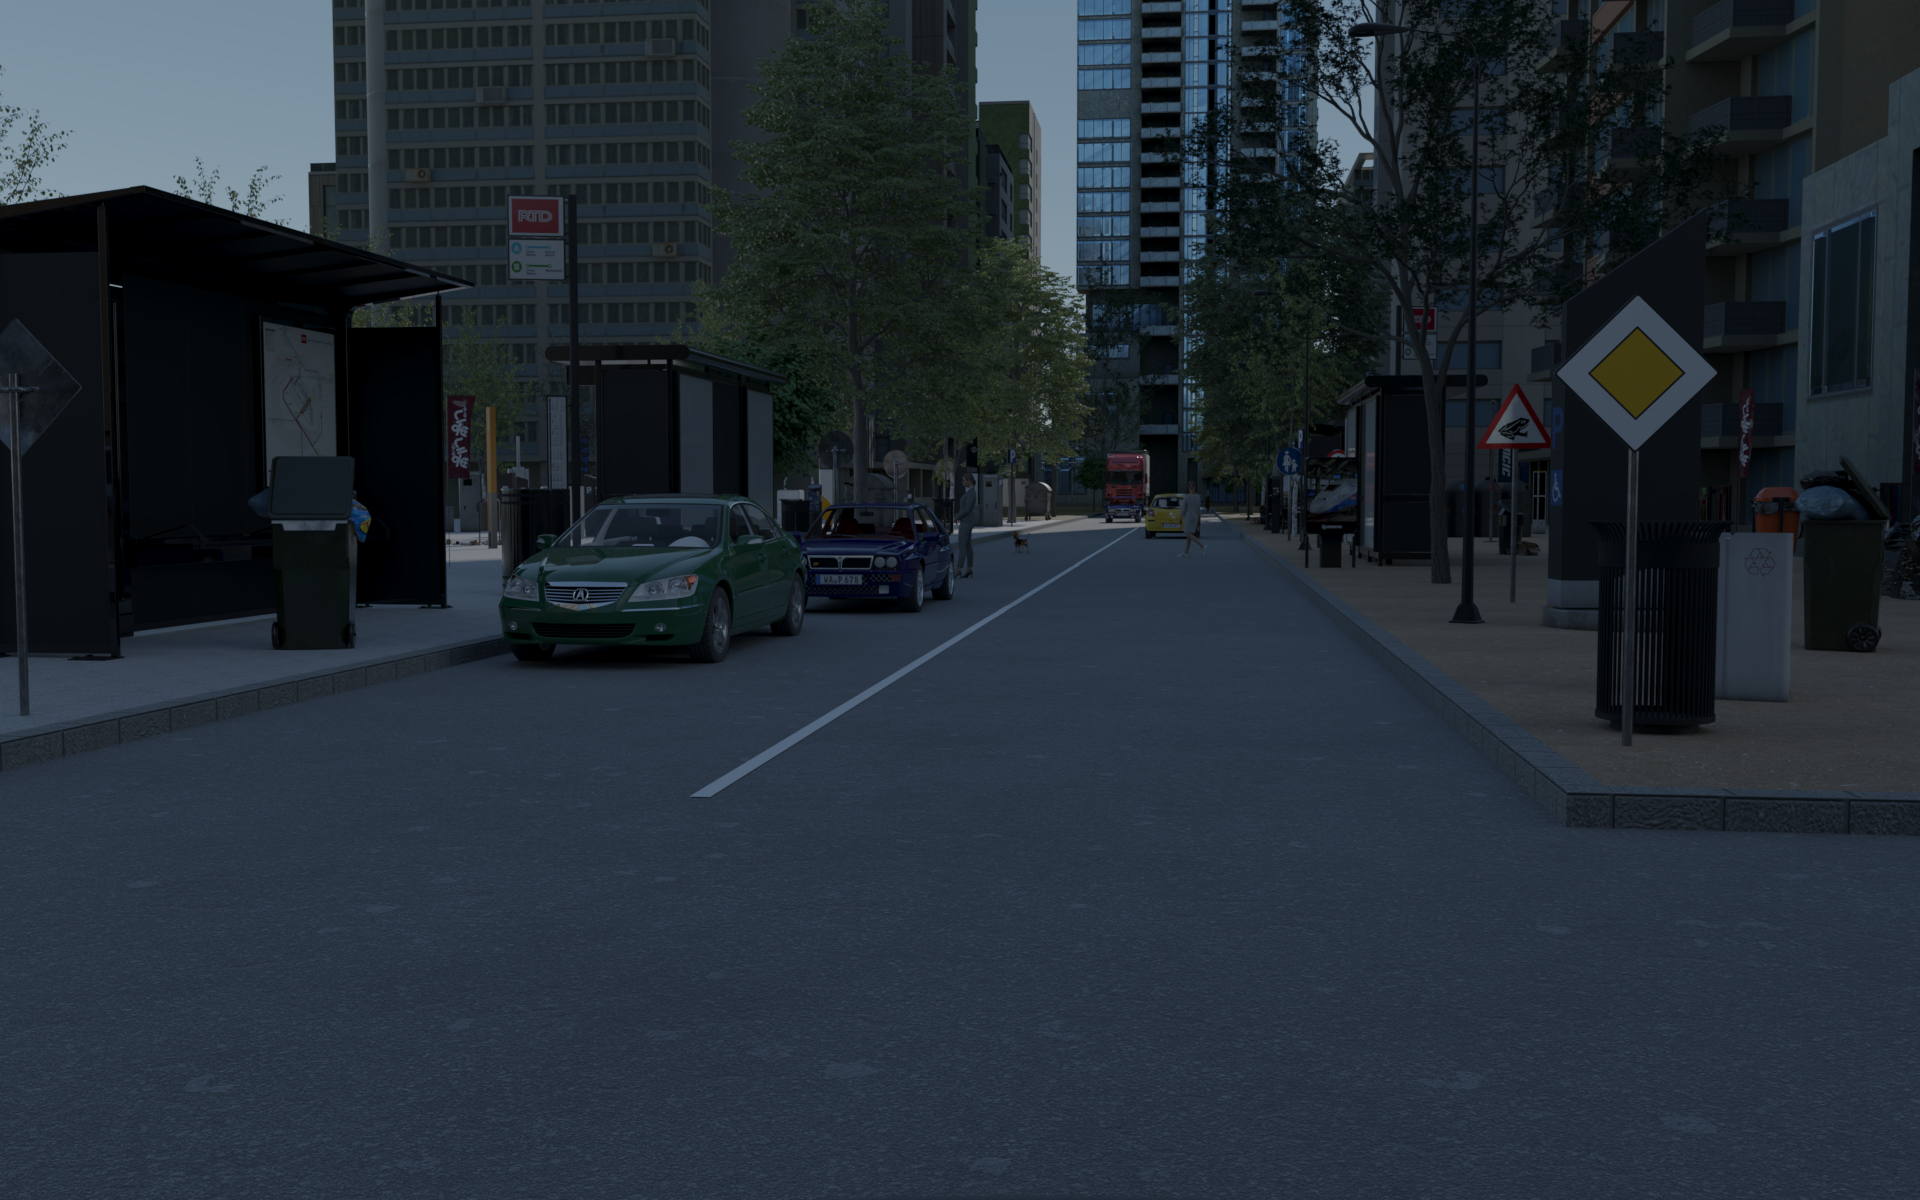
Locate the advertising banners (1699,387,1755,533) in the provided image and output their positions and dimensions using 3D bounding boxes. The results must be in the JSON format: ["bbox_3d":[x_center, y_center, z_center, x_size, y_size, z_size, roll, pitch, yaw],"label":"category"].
[{"bbox_3d":[13.021,-2.038,29.515,0.090,3.025,2.074,0,4,0],"label":"advertising banners"}]

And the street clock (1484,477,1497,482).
[{"bbox_3d":[21.871,-4.094,71.503,0.471,2.002,0.358,2,4,31],"label":"street clock"}]

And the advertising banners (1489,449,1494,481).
[{"bbox_3d":[16.800,-3.630,55.540,0.090,3.025,2.074,3,4,36],"label":"advertising banners"}]

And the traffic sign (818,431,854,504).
[{"bbox_3d":[-2.501,-2.120,34.766,0.768,2.556,0.104,1,4,13],"label":"traffic sign"}]

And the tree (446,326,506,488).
[{"bbox_3d":[-21.825,-7.621,74.961,4.360,8.622,3.978,0,3,0],"label":"tree"}]

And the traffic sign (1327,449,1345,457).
[{"bbox_3d":[10.829,-3.027,49.601,0.768,2.556,0.104,1,4,15],"label":"traffic sign"}]

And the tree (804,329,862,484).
[{"bbox_3d":[-6.245,-7.689,76.084,4.737,8.622,4.395,0,3,0],"label":"tree"}]

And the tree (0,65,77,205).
[{"bbox_3d":[-16.733,-4.801,28.856,4.360,8.622,3.978,0,3,0],"label":"tree"}]

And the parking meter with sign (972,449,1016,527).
[{"bbox_3d":[1.300,-4.375,67.793,1.738,3.016,0.543,2,4,29],"label":"parking meter with sign"}]

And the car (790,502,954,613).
[{"bbox_3d":[-1.142,-0.593,22.272,1.945,1.354,3.894,1,4,8],"label":"car"}]

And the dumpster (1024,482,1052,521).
[{"bbox_3d":[3.767,-4.788,84.046,1.264,1.857,1.865,0,4,8],"label":"dumpster"}]

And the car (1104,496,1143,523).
[{"bbox_3d":[8.262,-4.576,87.400,1.945,1.354,3.894,0,4,8],"label":"car"}]

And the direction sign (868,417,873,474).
[{"bbox_3d":[-2.641,-3.623,51.237,0.379,3.537,0.876,0,4,4],"label":"direction sign"}]

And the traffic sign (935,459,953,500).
[{"bbox_3d":[-0.555,-3.841,62.904,0.768,2.556,0.104,1,4,13],"label":"traffic sign"}]

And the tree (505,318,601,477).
[{"bbox_3d":[-16.063,-7.512,73.182,4.360,8.622,3.978,0,3,0],"label":"tree"}]

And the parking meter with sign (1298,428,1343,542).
[{"bbox_3d":[9.937,-3.056,46.234,1.738,3.016,0.543,0,4,-2],"label":"parking meter with sign"}]

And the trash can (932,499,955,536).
[{"bbox_3d":[-0.505,-2.568,53.648,0.748,1.137,0.748,0,3,0],"label":"trash can"}]

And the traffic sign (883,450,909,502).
[{"bbox_3d":[-1.861,-3.051,49.986,0.768,2.556,0.104,1,4,15],"label":"traffic sign"}]

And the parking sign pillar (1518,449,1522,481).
[{"bbox_3d":[26.143,-5.535,78.976,1.447,3.967,1.447,0,4,4],"label":"parking sign pillar"}]

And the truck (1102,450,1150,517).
[{"bbox_3d":[10.881,-7.545,112.274,2.839,4.237,11.283,0,4,8],"label":"truck"}]

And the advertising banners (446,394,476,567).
[{"bbox_3d":[-9.435,-2.079,30.186,2.074,3.025,0.090,-2,4,-33],"label":"advertising banners"}]

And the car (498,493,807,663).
[{"bbox_3d":[-2.720,-0.274,16.286,2.131,1.459,4.920,0,4,8],"label":"car"}]

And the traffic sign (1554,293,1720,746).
[{"bbox_3d":[3.398,-0.314,8.770,0.795,2.450,0.064,0,4,8],"label":"traffic sign"}]

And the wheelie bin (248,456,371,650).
[{"bbox_3d":[-5.410,-0.401,14.459,0.980,1.594,0.693,-1,4,-12],"label":"wheelie bin"}]

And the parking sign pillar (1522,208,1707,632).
[{"bbox_3d":[6.391,-1.723,16.640,1.447,3.967,1.447,0,4,1],"label":"parking sign pillar"}]

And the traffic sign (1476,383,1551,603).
[{"bbox_3d":[6.536,-1.248,20.415,0.884,2.594,0.081,1,4,14],"label":"traffic sign"}]

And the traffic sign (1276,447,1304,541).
[{"bbox_3d":[8.987,-2.881,47.204,0.768,2.556,0.104,0,4,8],"label":"traffic sign"}]

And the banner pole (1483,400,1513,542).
[{"bbox_3d":[14.388,-3.430,46.100,0.863,3.779,0.401,0,4,-3],"label":"banner pole"}]

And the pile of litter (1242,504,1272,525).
[{"bbox_3d":[12.704,-3.609,72.978,1.719,0.858,1.176,0,4,7],"label":"pile of litter"}]

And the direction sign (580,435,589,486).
[{"bbox_3d":[-14.672,-4.583,66.929,0.876,3.537,0.379,2,4,33],"label":"direction sign"}]

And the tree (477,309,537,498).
[{"bbox_3d":[-18.369,-7.120,66.778,4.737,8.622,4.395,0,3,0],"label":"tree"}]

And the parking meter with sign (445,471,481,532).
[{"bbox_3d":[-16.529,-3.796,58.327,1.738,3.016,0.543,-1,4,-19],"label":"parking meter with sign"}]

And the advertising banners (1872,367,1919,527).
[{"bbox_3d":[12.740,-1.684,23.714,2.074,3.025,0.090,-2,4,-31],"label":"advertising banners"}]

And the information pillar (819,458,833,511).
[{"bbox_3d":[-4.525,-4.112,58.579,0.504,3.616,0.183,-2,4,-33],"label":"information pillar"}]

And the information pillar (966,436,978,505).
[{"bbox_3d":[0.485,-4.796,69.766,0.504,3.616,0.183,-1,4,-8],"label":"information pillar"}]

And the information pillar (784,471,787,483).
[{"bbox_3d":[-8.495,-5.686,84.321,0.183,3.616,0.504,-1,4,-13],"label":"information pillar"}]

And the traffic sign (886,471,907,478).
[{"bbox_3d":[-2.073,-3.421,56.033,0.768,2.556,0.104,1,4,11],"label":"traffic sign"}]

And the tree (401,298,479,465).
[{"bbox_3d":[-16.285,-5.909,46.976,4.737,8.622,4.395,0,3,0],"label":"tree"}]

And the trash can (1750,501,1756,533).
[{"bbox_3d":[17.464,-1.578,37.462,0.748,1.137,0.748,0,3,0],"label":"trash can"}]

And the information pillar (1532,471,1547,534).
[{"bbox_3d":[18.631,-3.131,55.688,0.304,2.012,0.304,-1,4,-13],"label":"information pillar"}]

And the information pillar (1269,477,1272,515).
[{"bbox_3d":[13.454,-4.310,74.961,0.304,2.012,0.304,0,4,0],"label":"information pillar"}]

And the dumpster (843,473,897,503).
[{"bbox_3d":[-2.538,-2.615,48.509,1.264,1.857,1.865,0,4,8],"label":"dumpster"}]

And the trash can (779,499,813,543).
[{"bbox_3d":[-3.800,-1.753,40.309,0.748,1.137,0.748,0,3,0],"label":"trash can"}]

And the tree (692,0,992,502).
[{"bbox_3d":[-2.689,-7.469,40.246,7.486,12.596,7.792,0,3,0],"label":"tree"}]

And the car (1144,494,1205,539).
[{"bbox_3d":[6.987,-2.841,56.682,2.015,1.641,3.980,1,4,9],"label":"car"}]

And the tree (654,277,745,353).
[{"bbox_3d":[-8.450,-6.550,57.449,4.737,8.622,4.395,0,3,0],"label":"tree"}]

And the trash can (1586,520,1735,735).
[{"bbox_3d":[3.789,0.137,9.420,0.748,1.137,0.748,0,3,0],"label":"trash can"}]

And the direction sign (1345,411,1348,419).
[{"bbox_3d":[10.598,-3.367,47.051,0.379,3.537,0.876,0,4,-6],"label":"direction sign"}]

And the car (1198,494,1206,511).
[{"bbox_3d":[19.799,-8.223,146.452,2.014,1.417,4.499,0,4,8],"label":"car"}]

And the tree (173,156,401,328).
[{"bbox_3d":[-15.911,-5.401,38.675,4.737,8.622,4.395,0,3,0],"label":"tree"}]

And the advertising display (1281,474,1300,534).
[{"bbox_3d":[10.751,-3.067,55.354,0.974,1.923,0.123,0,4,-3],"label":"advertising display"}]

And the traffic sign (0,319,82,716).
[{"bbox_3d":[-5.415,-0.387,9.969,0.795,2.450,0.064,0,4,8],"label":"traffic sign"}]

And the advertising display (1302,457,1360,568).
[{"bbox_3d":[6.454,-1.523,30.121,0.974,1.923,0.123,0,4,-8],"label":"advertising display"}]

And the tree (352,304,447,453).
[{"bbox_3d":[-19.991,-6.516,56.905,4.360,8.622,3.978,0,3,0],"label":"tree"}]

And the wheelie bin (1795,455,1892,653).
[{"bbox_3d":[7.273,-0.390,14.283,0.693,1.594,0.980,2,4,30],"label":"wheelie bin"}]
